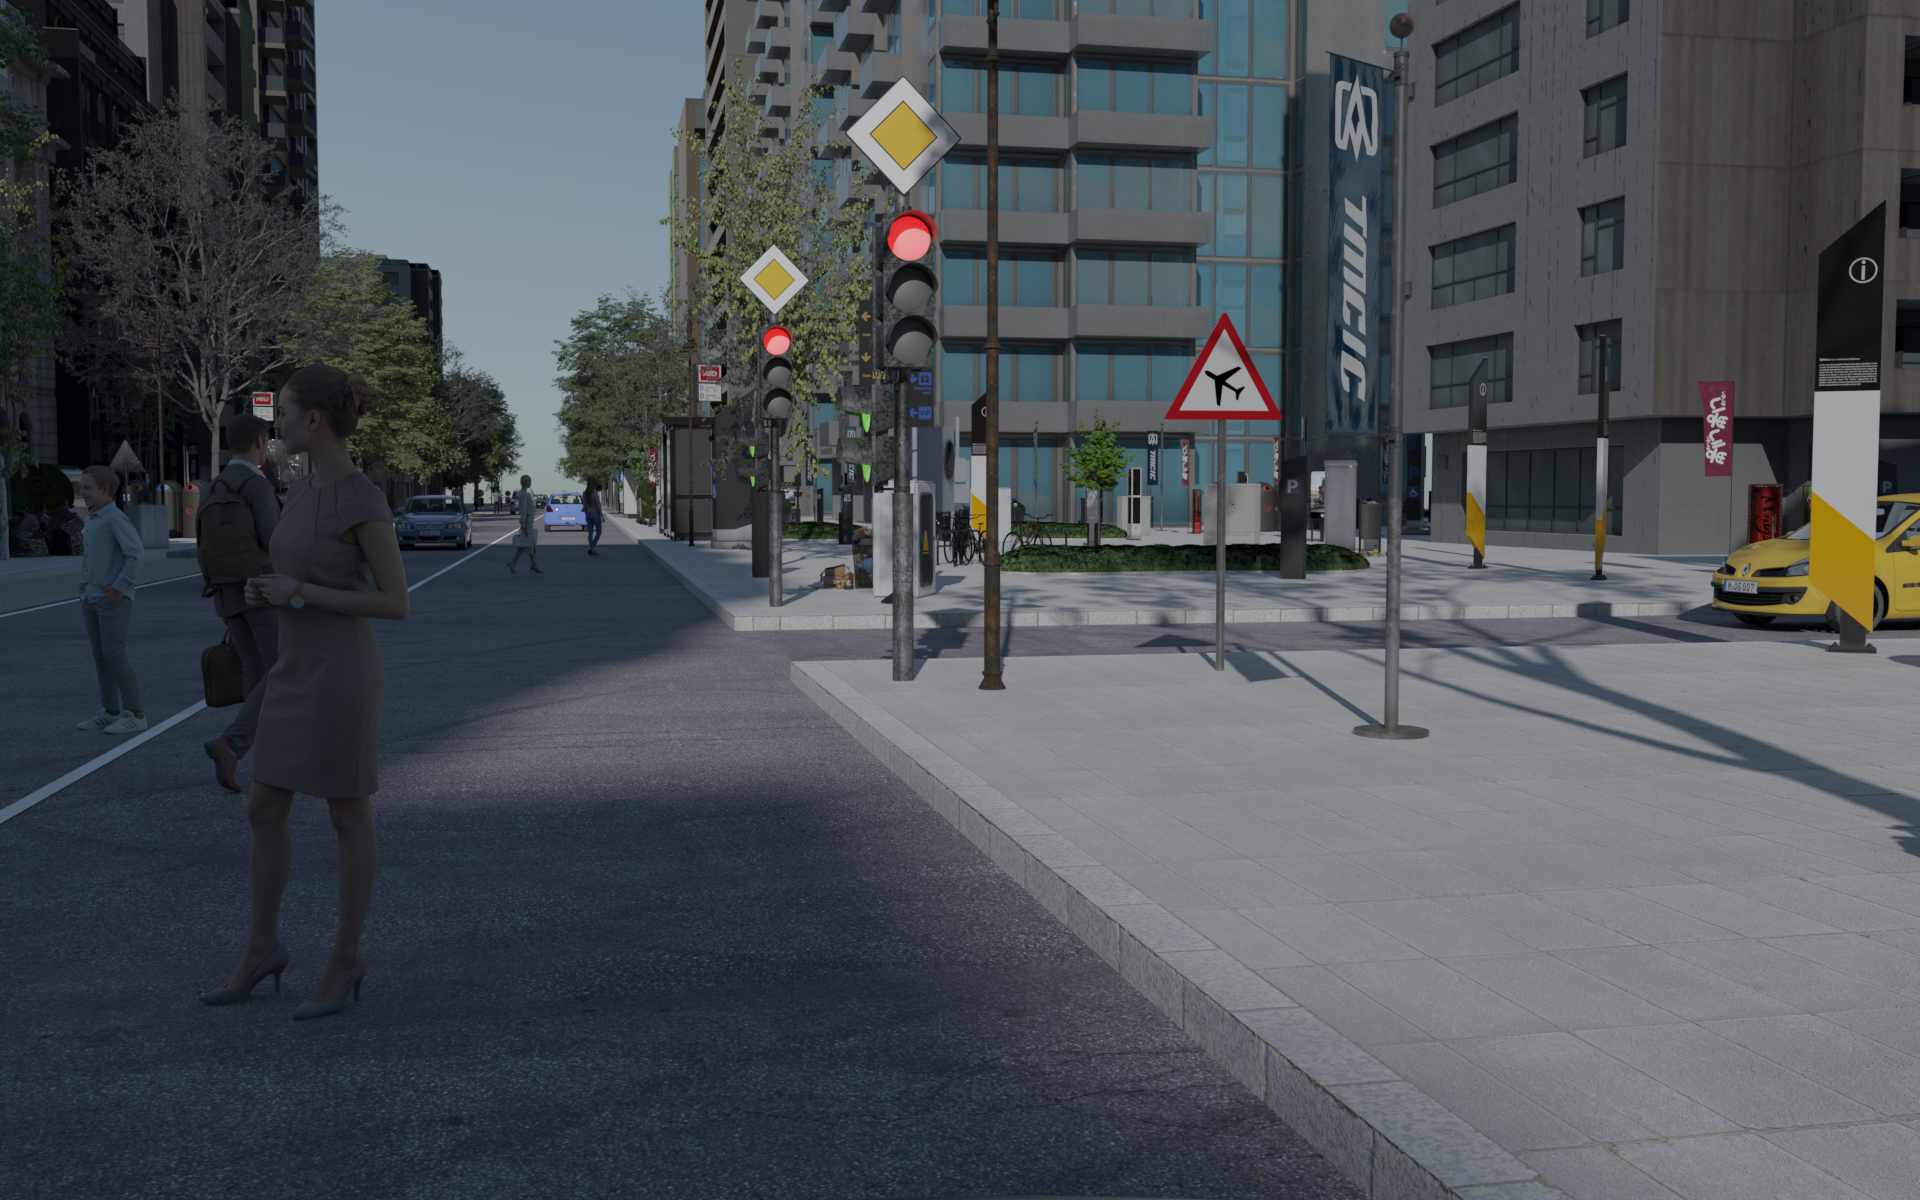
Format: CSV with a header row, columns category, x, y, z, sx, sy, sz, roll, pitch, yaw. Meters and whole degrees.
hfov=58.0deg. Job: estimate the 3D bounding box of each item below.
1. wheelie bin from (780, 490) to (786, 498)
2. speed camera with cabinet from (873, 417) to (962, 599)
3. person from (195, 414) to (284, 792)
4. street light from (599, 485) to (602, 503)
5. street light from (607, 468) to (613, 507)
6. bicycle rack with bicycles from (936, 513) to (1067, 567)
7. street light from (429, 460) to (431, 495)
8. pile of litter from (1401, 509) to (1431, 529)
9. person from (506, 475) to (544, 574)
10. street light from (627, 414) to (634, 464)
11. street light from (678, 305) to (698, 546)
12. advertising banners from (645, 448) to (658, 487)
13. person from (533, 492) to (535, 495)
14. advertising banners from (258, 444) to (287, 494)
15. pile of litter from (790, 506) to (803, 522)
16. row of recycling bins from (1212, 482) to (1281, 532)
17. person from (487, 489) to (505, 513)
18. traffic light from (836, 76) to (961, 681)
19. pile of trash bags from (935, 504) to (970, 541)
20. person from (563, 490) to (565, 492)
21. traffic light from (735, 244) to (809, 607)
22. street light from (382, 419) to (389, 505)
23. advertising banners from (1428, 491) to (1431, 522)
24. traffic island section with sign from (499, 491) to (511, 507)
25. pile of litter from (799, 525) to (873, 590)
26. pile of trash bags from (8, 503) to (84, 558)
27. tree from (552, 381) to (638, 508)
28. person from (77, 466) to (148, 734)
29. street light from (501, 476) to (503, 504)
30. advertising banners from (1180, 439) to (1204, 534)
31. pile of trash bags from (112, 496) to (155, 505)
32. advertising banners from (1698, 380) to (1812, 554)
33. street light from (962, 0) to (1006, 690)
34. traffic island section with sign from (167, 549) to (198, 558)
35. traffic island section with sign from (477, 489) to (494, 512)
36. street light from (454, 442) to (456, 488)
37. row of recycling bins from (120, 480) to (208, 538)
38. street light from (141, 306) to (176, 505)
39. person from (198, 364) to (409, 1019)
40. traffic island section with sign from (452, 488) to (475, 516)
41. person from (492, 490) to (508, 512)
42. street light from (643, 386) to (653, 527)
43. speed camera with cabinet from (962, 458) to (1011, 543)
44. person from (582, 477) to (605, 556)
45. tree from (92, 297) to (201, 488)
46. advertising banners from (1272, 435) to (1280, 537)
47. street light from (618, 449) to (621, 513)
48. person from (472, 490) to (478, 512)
category,x,y,z,sx,sy,sz,roll,pitch,yaw
wheelie bin,-8.345,-4.397,79.803,0.693,1.594,0.980,-1,4,-11
speed camera with cabinet,-0.562,-1.696,22.059,0.660,3.252,2.038,1,4,13
person,-3.548,-0.009,8.610,0.622,1.834,0.822,1,4,22
street light,-40.527,-13.724,197.173,0.468,5.910,1.993,-1,4,-12
street light,-28.479,-10.346,141.941,0.468,5.910,1.993,-1,4,-12
bicycle rack with bicycles,0.587,-1.101,31.391,2.852,0.926,2.925,2,4,27
street light,-35.809,-8.817,116.944,0.468,5.910,1.993,-1,4,-12
pile of litter,15.852,-2.835,60.313,1.176,0.858,1.719,-2,4,-34
person,-7.879,-1.373,31.308,0.624,1.780,0.694,0,4,-5
street light,-17.647,-7.328,92.600,0.468,5.910,1.993,-1,4,-12
street light,-6.608,-4.261,42.451,0.468,5.910,1.993,-1,4,-12
advertising banners,-11.051,-4.274,66.063,2.074,3.025,0.090,1,4,17
person,-54.246,-12.900,220.136,1.217,1.743,0.721,-1,4,-15
advertising banners,-25.613,-4.176,64.465,2.074,3.025,0.090,0,4,4
pile of litter,-5.852,-2.972,62.555,1.719,0.858,1.176,-1,4,-23
row of recycling bins,9.847,-3.151,58.638,3.534,1.692,1.069,-2,4,-27
person,-34.415,-7.340,128.495,1.348,1.826,0.705,-2,4,-31
traffic light,-0.410,-1.400,11.814,0.839,4.253,0.868,-1,4,-12
pile of trash bags,0.210,-2.324,47.743,1.912,1.369,3.447,-1,4,-19
person,-33.886,-8.482,147.710,0.750,1.759,0.617,-3,5,-44
traffic light,-2.117,-1.877,19.616,0.839,4.253,0.868,-1,4,-12
street light,-30.433,-7.294,92.040,0.468,5.910,1.993,-1,4,-12
advertising banners,21.797,-5.097,79.516,2.074,3.025,0.090,1,4,21
traffic island section with sign,-50.984,-11.436,195.608,1.989,1.847,2.006,-1,4,-12
pile of litter,-1.414,-0.599,23.753,1.719,0.858,1.176,-1,4,-13
pile of trash bags,-19.807,-1.631,36.412,3.447,1.369,1.912,3,5,40
tree,-31.347,-14.987,155.407,12.009,13.543,11.850,0,3,0
person,-5.193,-0.013,10.528,0.330,1.601,0.589,-3,5,-44
street light,-59.051,-15.314,223.173,0.468,5.910,1.993,-1,4,-12
advertising banners,7.655,-3.643,55.748,0.090,3.025,2.074,3,5,42
pile of trash bags,-21.611,-2.118,44.387,1.912,1.369,3.447,-1,4,-15
advertising banners,12.419,-1.861,26.622,2.074,3.025,0.090,1,4,15
street light,0.211,-2.351,11.228,0.468,5.910,1.993,-1,4,-12
traffic island section with sign,-16.852,-1.891,39.539,1.989,1.847,2.006,-1,4,-12
traffic island section with sign,-39.194,-8.137,141.664,1.989,1.847,2.006,-1,4,-12
street light,-41.333,-10.338,141.815,0.468,5.910,1.993,-1,4,-12
row of recycling bins,-22.638,-2.647,50.399,3.534,1.692,1.069,0,4,1
street light,-19.682,-4.274,42.660,0.468,5.910,1.993,-1,4,-12
person,-1.807,0.249,4.768,0.599,1.781,0.374,3,4,37
traffic island section with sign,-33.427,-6.526,115.330,1.989,1.847,2.006,-1,4,-12
person,-36.911,-7.935,138.926,1.217,1.739,0.721,-1,4,-9
street light,-12.121,-5.801,67.636,0.468,5.910,1.993,-1,4,-12
speed camera with cabinet,0.366,-3.098,44.983,2.038,3.252,0.660,-3,4,-37
person,-8.462,-1.930,40.064,0.555,1.821,0.388,1,4,16
tree,-30.300,-6.975,64.404,4.360,8.622,3.978,0,3,0
advertising banners,9.779,-3.408,51.901,0.090,3.025,2.074,2,4,35
street light,-23.052,-8.823,117.049,0.468,5.910,1.993,-1,4,-12
person,-39.192,-7.996,139.924,0.721,1.739,1.217,-2,4,-31
